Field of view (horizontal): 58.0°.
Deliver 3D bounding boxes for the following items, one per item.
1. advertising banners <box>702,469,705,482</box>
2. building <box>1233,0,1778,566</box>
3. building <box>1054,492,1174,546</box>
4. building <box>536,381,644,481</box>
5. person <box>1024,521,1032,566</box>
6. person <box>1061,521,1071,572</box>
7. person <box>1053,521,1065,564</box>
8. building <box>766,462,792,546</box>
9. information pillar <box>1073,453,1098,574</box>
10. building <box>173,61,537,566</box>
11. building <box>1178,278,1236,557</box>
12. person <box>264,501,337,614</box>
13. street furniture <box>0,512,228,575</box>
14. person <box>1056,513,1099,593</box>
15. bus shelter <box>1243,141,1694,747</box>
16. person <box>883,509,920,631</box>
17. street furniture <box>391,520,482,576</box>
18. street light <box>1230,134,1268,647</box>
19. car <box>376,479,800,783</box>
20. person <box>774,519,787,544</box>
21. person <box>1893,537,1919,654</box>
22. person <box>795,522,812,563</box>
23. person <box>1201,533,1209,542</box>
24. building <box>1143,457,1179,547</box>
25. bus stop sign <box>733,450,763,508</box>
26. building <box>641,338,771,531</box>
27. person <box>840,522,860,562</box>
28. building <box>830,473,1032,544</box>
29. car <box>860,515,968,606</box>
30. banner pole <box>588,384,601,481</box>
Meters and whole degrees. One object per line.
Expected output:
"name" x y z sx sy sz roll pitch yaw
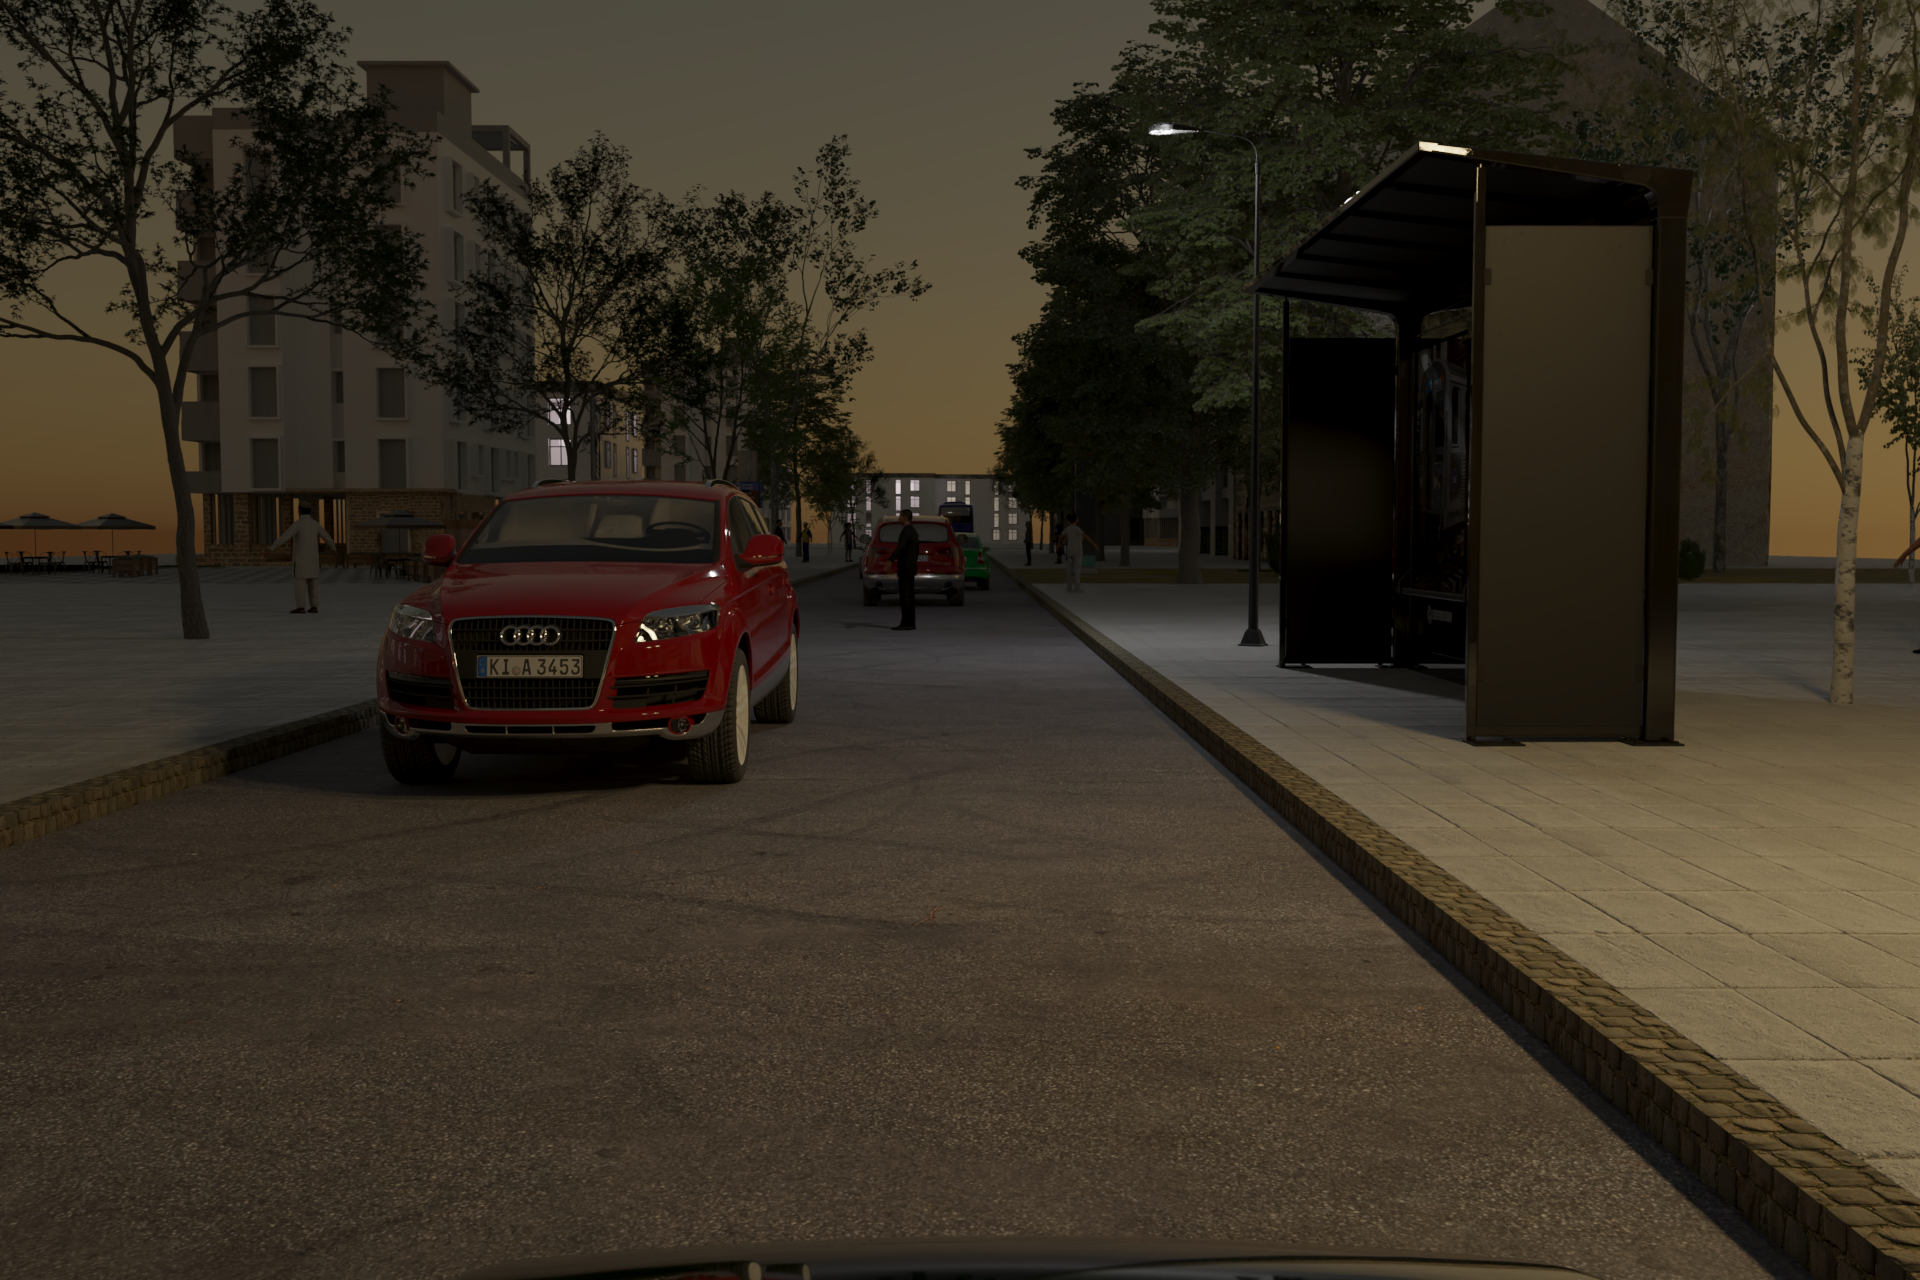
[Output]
"advertising banners" -6.941 -3.064 46.290 0.090 3.025 2.074 0 3 0
"building" 22.931 -15.064 77.221 19.493 23.208 18.063 0 4 0
"building" 24.515 -22.184 206.683 27.936 21.610 32.646 0 4 0
"building" -24.399 -10.202 108.949 9.099 9.664 28.070 0 4 0
"person" 2.752 -3.931 70.401 0.705 1.813 1.348 0 4 7
"person" 3.760 -3.212 58.645 0.704 1.817 1.347 2 4 23
"person" 4.235 -4.211 74.630 0.705 1.856 1.354 0 4 -6
"building" -23.908 -15.790 200.312 9.099 9.664 28.070 0 4 0
"information pillar" 4.012 -4.039 55.422 0.750 3.857 0.750 0 4 1
"building" -25.535 -13.108 70.732 16.016 20.090 11.380 0 4 1
"building" 23.579 -14.553 104.398 16.747 18.905 31.486 0 3 0
"person" -10.610 -1.342 28.028 0.704 1.819 1.344 2 4 33
"street furniture" -33.448 -2.876 52.048 14.083 1.986 27.439 0 4 1
"person" 2.561 -1.912 38.034 0.721 1.739 1.217 -3 5 -44
"bus shelter" 3.581 -1.360 13.515 1.731 3.624 6.357 0 4 0
"person" -0.823 -1.051 25.863 0.704 1.802 1.346 1 4 16
"street furniture" -14.657 -3.074 57.117 11.010 1.723 9.812 0 4 -2
"street light" 3.906 -2.884 19.696 1.470 5.913 1.316 0 4 0
"car" -2.255 -0.182 11.642 2.281 1.827 5.304 0 3 0
"person" -6.397 -3.396 61.658 0.704 1.812 1.346 0 4 7
"person" 10.380 -0.768 18.340 0.704 1.855 1.343 0 4 -3
"person" -6.953 -4.391 77.769 0.705 1.833 1.349 -3 4 -37
"person" 10.382 -4.312 76.778 1.348 1.796 0.705 -1 4 -11
"building" 24.815 -20.090 184.887 16.016 20.090 11.380 0 4 0
"bus stop sign" -6.712 -4.026 54.845 0.837 3.901 0.837 0 4 0
"building" -24.609 -19.049 167.871 16.016 20.090 11.380 0 4 -1
"person" -5.067 -4.467 79.172 0.704 1.843 1.345 3 5 41
"building" -3.947 -17.981 238.585 28.070 9.664 9.099 0 4 -7
"car" -0.957 -1.666 35.907 2.281 1.827 5.304 0 4 -1
"banner pole" -6.143 -2.399 29.247 0.401 3.779 0.863 0 4 1
